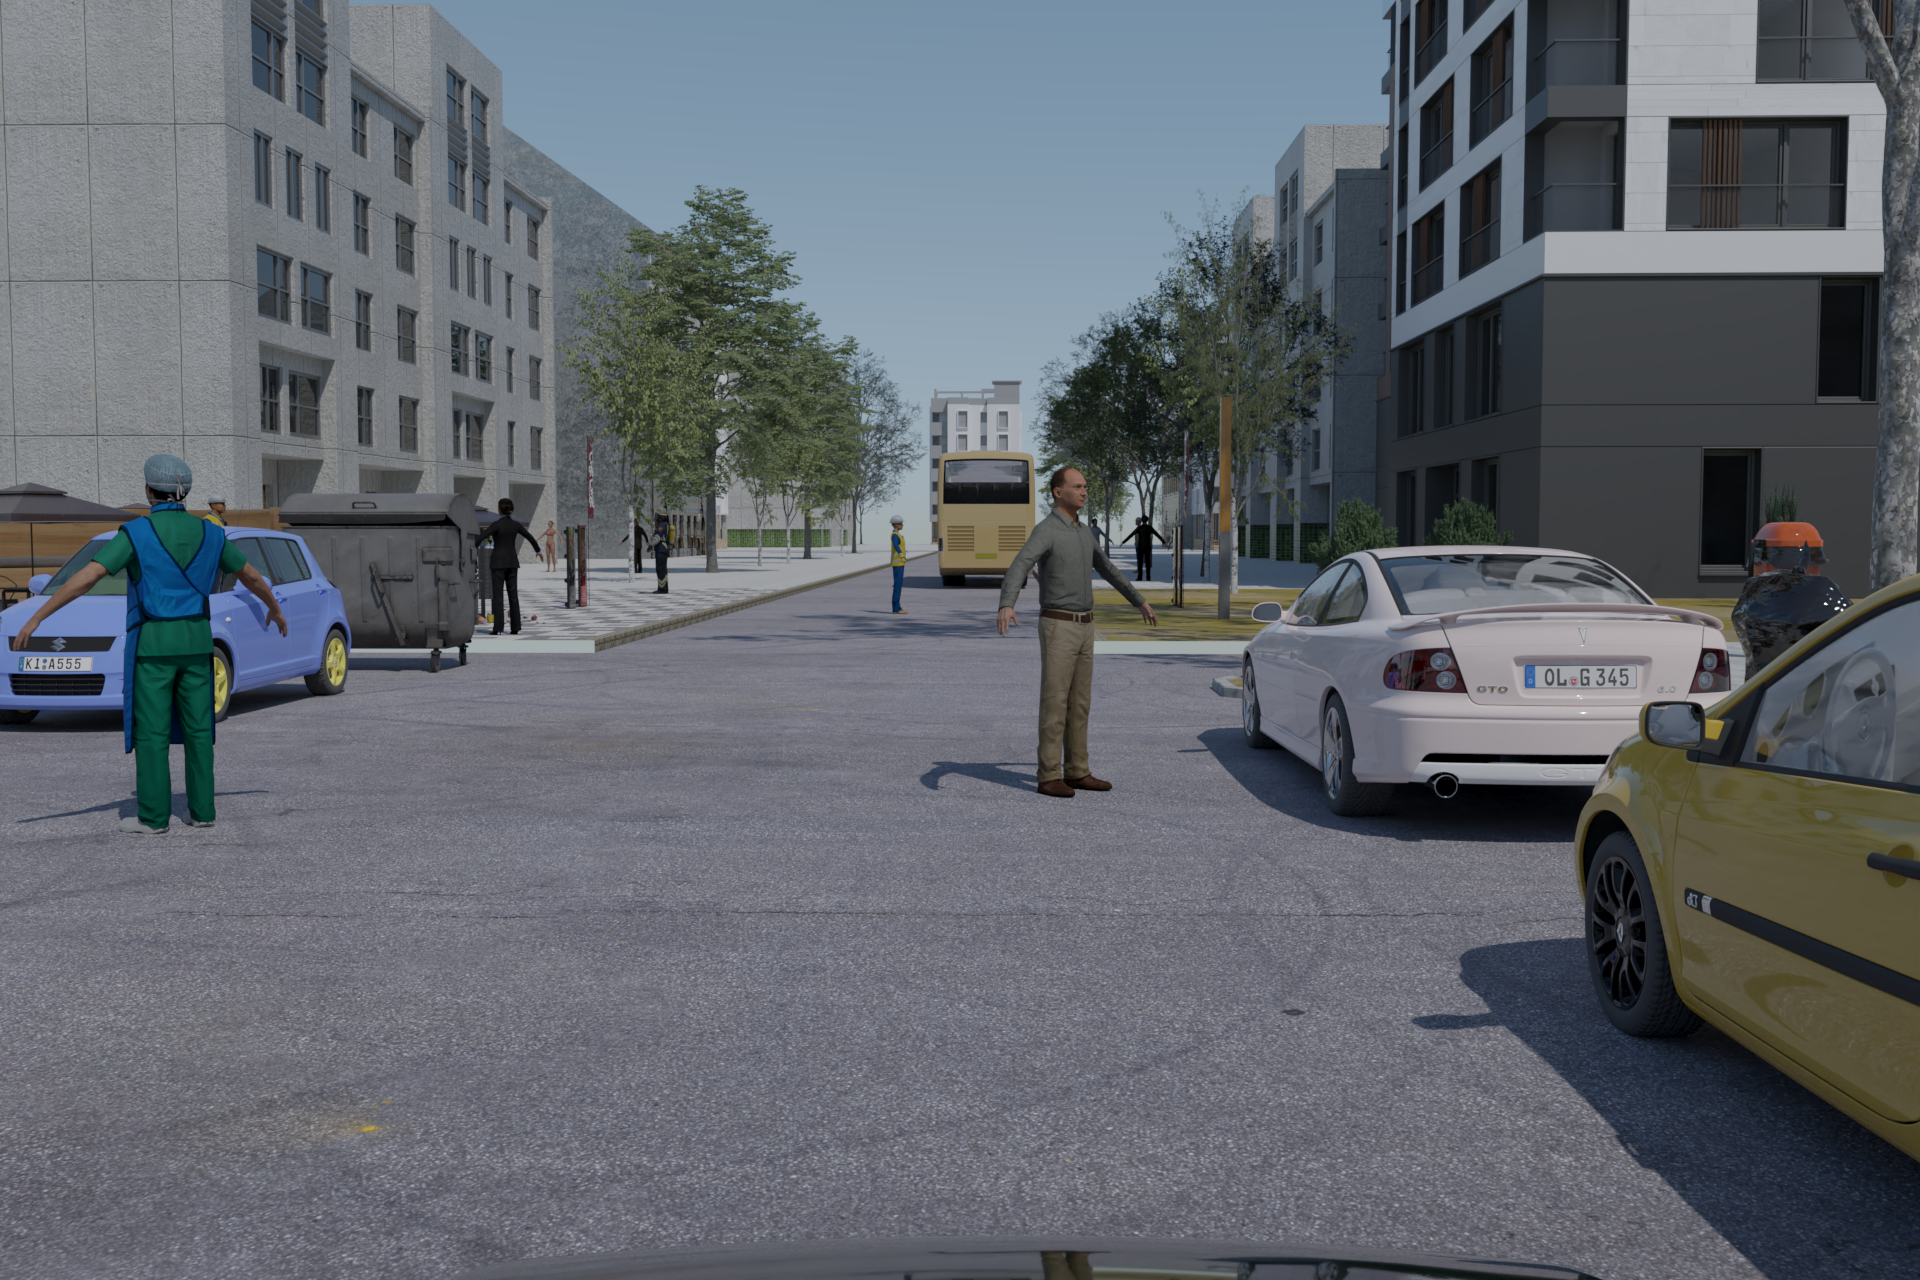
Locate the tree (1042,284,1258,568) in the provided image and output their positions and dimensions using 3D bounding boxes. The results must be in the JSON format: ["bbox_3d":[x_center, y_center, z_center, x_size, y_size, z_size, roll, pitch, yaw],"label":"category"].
[{"bbox_3d":[7.145,-8.030,65.698,8.767,10.594,7.601,1,4,10],"label":"tree"}]

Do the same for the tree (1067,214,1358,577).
[{"bbox_3d":[7.322,-7.166,51.584,8.767,10.594,7.601,0,4,6],"label":"tree"}]

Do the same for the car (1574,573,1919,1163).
[{"bbox_3d":[2.708,0.394,3.782,2.015,1.641,3.980,0,4,1],"label":"car"}]

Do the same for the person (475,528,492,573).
[{"bbox_3d":[-15.716,-3.080,56.300,1.347,1.837,0.705,1,4,21],"label":"person"}]

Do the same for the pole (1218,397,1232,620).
[{"bbox_3d":[3.961,-1.961,25.904,0.158,3.312,0.155,0,3,0],"label":"pole"}]

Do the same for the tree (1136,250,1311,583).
[{"bbox_3d":[6.744,-5.811,45.369,4.737,8.622,4.395,0,3,0],"label":"tree"}]

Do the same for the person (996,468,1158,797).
[{"bbox_3d":[0.612,-0.052,9.573,0.705,1.796,1.348,3,5,42],"label":"person"}]

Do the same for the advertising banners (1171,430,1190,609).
[{"bbox_3d":[3.845,-2.081,30.215,0.090,3.025,2.074,0,4,1],"label":"advertising banners"}]

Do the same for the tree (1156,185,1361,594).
[{"bbox_3d":[5.824,-5.315,37.257,4.360,8.622,3.978,0,3,0],"label":"tree"}]

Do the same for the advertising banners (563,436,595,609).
[{"bbox_3d":[-6.653,-2.093,30.413,0.090,3.025,2.074,0,4,2],"label":"advertising banners"}]

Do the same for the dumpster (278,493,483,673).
[{"bbox_3d":[-6.129,-0.620,18.345,1.865,1.857,1.264,0,4,1],"label":"dumpster"}]

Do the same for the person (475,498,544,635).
[{"bbox_3d":[-5.832,-0.938,22.054,1.216,1.740,0.721,-3,5,-44],"label":"person"}]

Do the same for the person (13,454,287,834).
[{"bbox_3d":[-3.841,0.012,8.388,0.704,1.817,1.347,3,4,38],"label":"person"}]

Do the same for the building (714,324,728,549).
[{"bbox_3d":[-25.665,-17.312,139.468,16.016,20.090,11.380,0,4,1],"label":"building"}]

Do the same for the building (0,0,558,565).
[{"bbox_3d":[-26.017,-11.739,58.385,16.747,18.905,31.486,0,4,1],"label":"building"}]

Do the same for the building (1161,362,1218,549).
[{"bbox_3d":[28.791,-20.130,160.054,19.493,23.208,18.063,0,4,2],"label":"building"}]

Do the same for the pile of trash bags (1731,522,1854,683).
[{"bbox_3d":[6.220,-0.125,11.799,1.912,1.369,3.447,0,4,1],"label":"pile of trash bags"}]

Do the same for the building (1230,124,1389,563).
[{"bbox_3d":[23.472,-13.267,83.377,16.747,18.905,31.486,0,4,2],"label":"building"}]

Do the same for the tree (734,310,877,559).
[{"bbox_3d":[-7.979,-10.418,88.461,7.486,12.596,7.792,0,3,0],"label":"tree"}]

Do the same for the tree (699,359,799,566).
[{"bbox_3d":[-7.821,-7.259,69.052,4.360,8.622,3.978,0,3,0],"label":"tree"}]

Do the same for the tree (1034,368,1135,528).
[{"bbox_3d":[8.807,-12.275,118.820,7.486,12.596,7.792,0,3,0],"label":"tree"}]

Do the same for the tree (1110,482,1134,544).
[{"bbox_3d":[19.997,-16.322,217.221,4.737,8.622,4.395,0,3,0],"label":"tree"}]

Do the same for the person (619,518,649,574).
[{"bbox_3d":[-10.537,-3.065,56.332,0.704,1.802,1.346,2,4,32],"label":"person"}]

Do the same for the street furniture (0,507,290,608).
[{"bbox_3d":[-13.951,-1.498,31.340,11.010,1.723,9.812,2,4,30],"label":"street furniture"}]

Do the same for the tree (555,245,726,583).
[{"bbox_3d":[-8.399,-5.807,45.315,4.737,8.622,4.395,0,3,0],"label":"tree"}]

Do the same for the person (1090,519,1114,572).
[{"bbox_3d":[4.604,-3.228,58.965,1.347,1.806,0.705,-1,4,-22],"label":"person"}]

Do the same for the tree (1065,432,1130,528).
[{"bbox_3d":[8.529,-9.685,108.715,4.737,8.622,4.395,0,3,0],"label":"tree"}]

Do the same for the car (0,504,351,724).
[{"bbox_3d":[-6.409,-0.279,14.146,1.945,1.707,3.694,0,4,1],"label":"car"}]

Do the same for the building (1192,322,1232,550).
[{"bbox_3d":[25.149,-17.860,148.432,16.016,20.090,11.380,0,4,1],"label":"building"}]

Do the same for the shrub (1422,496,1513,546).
[{"bbox_3d":[9.791,-1.776,33.463,1.690,2.028,1.600,0,3,0],"label":"shrub"}]

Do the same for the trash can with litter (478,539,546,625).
[{"bbox_3d":[-6.728,-0.883,25.496,1.678,1.210,2.233,0,4,1],"label":"trash can with litter"}]

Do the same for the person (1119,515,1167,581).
[{"bbox_3d":[5.017,-2.510,47.227,1.347,1.806,0.705,-1,4,-10],"label":"person"}]

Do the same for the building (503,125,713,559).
[{"bbox_3d":[-24.632,-16.285,97.184,19.493,23.208,18.063,0,4,2],"label":"building"}]

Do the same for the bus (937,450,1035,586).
[{"bbox_3d":[0.697,-3.615,50.646,2.896,3.916,12.252,0,4,0],"label":"bus"}]

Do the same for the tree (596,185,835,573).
[{"bbox_3d":[-7.969,-8.465,56.529,7.486,12.596,7.792,0,3,0],"label":"tree"}]

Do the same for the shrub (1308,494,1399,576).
[{"bbox_3d":[7.330,-1.696,32.148,1.690,2.028,1.600,0,3,0],"label":"shrub"}]

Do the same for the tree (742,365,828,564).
[{"bbox_3d":[-7.425,-7.590,74.457,4.737,8.622,4.395,0,3,0],"label":"tree"}]

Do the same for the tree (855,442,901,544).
[{"bbox_3d":[-12.396,-18.599,214.458,12.009,13.543,11.850,0,3,0],"label":"tree"}]

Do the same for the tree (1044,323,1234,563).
[{"bbox_3d":[8.121,-8.638,75.646,8.767,10.594,7.601,0,4,-7],"label":"tree"}]

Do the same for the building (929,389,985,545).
[{"bbox_3d":[-3.379,-21.907,217.054,11.380,20.090,16.016,0,4,-3],"label":"building"}]

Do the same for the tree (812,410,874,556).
[{"bbox_3d":[-6.721,-9.074,98.714,4.360,8.622,3.978,0,3,0],"label":"tree"}]

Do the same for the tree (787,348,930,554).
[{"bbox_3d":[-6.891,-12.436,113.703,12.009,13.543,11.850,0,3,0],"label":"tree"}]

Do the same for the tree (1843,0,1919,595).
[{"bbox_3d":[7.676,-9.842,16.808,12.611,20.169,13.585,0,3,0],"label":"tree"}]

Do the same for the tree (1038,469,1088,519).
[{"bbox_3d":[13.276,-17.241,216.307,7.601,10.594,8.767,0,4,3],"label":"tree"}]

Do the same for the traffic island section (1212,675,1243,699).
[{"bbox_3d":[3.321,0.439,15.694,1.991,0.108,1.994,0,4,2],"label":"traffic island section"}]

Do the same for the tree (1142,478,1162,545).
[{"bbox_3d":[24.803,-15.976,211.568,4.360,8.622,3.978,0,3,0],"label":"tree"}]

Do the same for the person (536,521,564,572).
[{"bbox_3d":[-13.839,-3.154,58.364,1.217,1.733,0.721,1,4,23],"label":"person"}]

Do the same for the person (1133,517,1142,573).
[{"bbox_3d":[5.870,-3.136,57.129,0.705,1.847,1.347,0,4,5],"label":"person"}]

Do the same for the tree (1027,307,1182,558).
[{"bbox_3d":[8.045,-11.188,93.290,12.009,13.543,11.850,0,3,0],"label":"tree"}]

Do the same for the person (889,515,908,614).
[{"bbox_3d":[-1.037,-1.358,31.120,0.721,1.772,1.216,0,4,-2],"label":"person"}]

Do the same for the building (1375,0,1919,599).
[{"bbox_3d":[25.955,-12.578,49.618,27.936,21.610,32.646,0,4,2],"label":"building"}]

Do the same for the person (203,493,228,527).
[{"bbox_3d":[-10.014,-1.069,23.444,0.705,1.833,1.349,0,4,1],"label":"person"}]

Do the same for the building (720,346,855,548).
[{"bbox_3d":[-20.862,-19.143,179.439,16.747,18.905,31.486,0,4,2],"label":"building"}]

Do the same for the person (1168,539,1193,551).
[{"bbox_3d":[6.656,-2.645,52.505,0.599,1.433,0.991,-3,5,-41],"label":"person"}]

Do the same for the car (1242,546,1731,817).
[{"bbox_3d":[2.835,0.135,10.156,2.083,1.381,4.827,0,4,1],"label":"car"}]

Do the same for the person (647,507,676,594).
[{"bbox_3d":[-6.416,-1.915,37.086,0.705,1.856,1.354,0,4,5],"label":"person"}]
